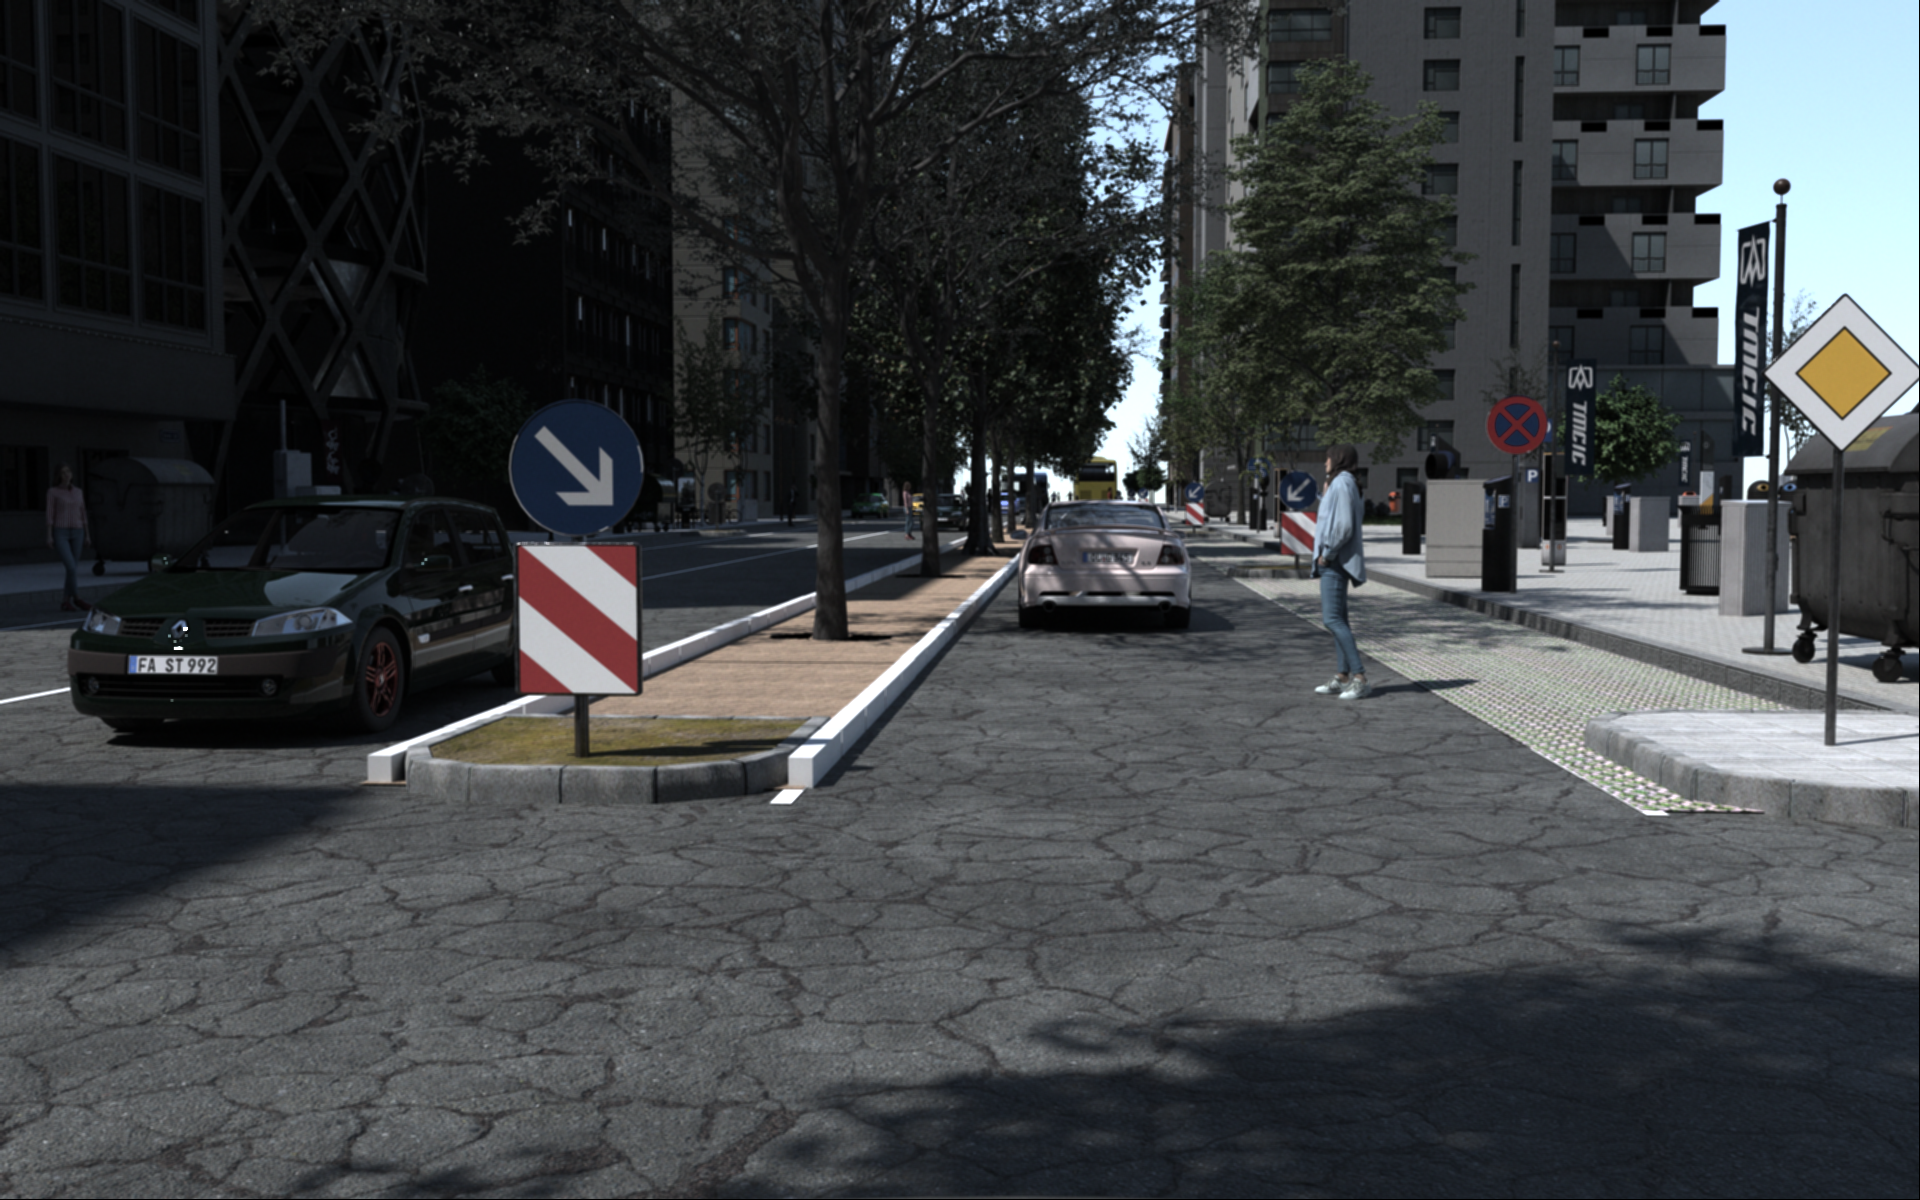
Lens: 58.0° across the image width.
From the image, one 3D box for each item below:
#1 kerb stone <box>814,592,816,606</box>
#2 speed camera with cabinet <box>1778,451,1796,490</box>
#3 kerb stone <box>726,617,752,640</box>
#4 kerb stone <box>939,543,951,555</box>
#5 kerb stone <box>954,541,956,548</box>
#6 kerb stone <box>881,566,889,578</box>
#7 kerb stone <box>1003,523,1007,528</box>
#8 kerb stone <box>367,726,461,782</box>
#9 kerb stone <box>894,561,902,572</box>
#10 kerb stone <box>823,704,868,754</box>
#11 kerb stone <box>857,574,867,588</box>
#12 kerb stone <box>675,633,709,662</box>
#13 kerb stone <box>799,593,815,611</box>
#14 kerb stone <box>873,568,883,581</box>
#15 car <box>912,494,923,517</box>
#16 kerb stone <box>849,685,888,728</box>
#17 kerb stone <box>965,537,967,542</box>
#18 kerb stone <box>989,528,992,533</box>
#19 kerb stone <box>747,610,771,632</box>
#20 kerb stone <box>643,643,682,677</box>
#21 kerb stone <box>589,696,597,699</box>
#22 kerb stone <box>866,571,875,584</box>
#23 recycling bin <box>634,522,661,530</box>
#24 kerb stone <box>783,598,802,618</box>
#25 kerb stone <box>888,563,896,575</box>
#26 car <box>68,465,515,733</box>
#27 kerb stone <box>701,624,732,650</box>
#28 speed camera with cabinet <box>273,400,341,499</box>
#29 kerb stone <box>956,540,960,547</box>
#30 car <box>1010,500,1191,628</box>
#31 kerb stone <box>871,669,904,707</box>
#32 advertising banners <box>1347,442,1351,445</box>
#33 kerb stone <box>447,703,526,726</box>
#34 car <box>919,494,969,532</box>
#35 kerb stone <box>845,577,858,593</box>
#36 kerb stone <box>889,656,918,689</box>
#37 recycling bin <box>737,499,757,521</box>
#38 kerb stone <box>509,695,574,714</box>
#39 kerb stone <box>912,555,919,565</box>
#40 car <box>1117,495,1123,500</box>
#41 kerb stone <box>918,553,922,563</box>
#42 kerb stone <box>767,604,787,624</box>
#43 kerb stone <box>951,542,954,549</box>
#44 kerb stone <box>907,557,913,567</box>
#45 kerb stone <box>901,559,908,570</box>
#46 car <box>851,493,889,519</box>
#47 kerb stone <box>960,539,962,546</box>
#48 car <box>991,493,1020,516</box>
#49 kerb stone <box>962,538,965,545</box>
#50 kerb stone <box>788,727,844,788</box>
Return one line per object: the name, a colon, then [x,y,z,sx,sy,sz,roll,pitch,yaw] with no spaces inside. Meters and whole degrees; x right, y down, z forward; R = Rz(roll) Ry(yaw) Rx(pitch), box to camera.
kerb stone: [-1.871,-0.005,22.340,0.120,0.150,1.000,0,4,4]
speed camera with cabinet: [38.523,-5.206,79.449,2.038,3.252,0.660,0,4,-4]
kerb stone: [-2.254,0.305,17.232,0.120,0.150,1.000,0,4,4]
kerb stone: [-0.393,-1.259,42.801,0.120,0.150,1.000,0,4,4]
kerb stone: [-0.253,-1.384,44.840,0.120,0.150,1.000,0,4,4]
kerb stone: [-1.361,-0.447,29.497,0.120,0.150,1.000,0,4,4]
kerb stone: [2.120,-3.386,77.587,0.120,0.150,1.000,0,4,4]
kerb stone: [-2.832,0.812,9.056,0.120,0.150,1.000,0,4,4]
kerb stone: [-1.207,-0.571,31.536,0.120,0.150,1.000,0,4,4]
kerb stone: [-0.667,0.748,9.965,0.120,0.150,1.000,0,4,4]
kerb stone: [-1.575,-0.258,26.420,0.120,0.150,1.000,0,4,4]
kerb stone: [-2.395,0.431,15.193,0.120,0.150,1.000,0,4,4]
kerb stone: [-1.952,0.054,21.310,0.120,0.150,1.000,0,4,4]
kerb stone: [-1.427,-0.384,28.477,0.120,0.150,1.000,0,4,4]
car: [-2.335,-5.916,106.956,2.015,1.641,3.980,0,4,4]
kerb stone: [-0.591,0.686,10.986,0.120,0.150,1.000,0,4,4]
kerb stone: [0.046,-1.630,48.940,0.120,0.150,1.000,0,4,4]
kerb stone: [1.309,-2.698,66.328,0.120,0.150,1.000,0,4,4]
kerb stone: [-2.172,0.245,18.251,0.120,0.150,1.000,0,4,4]
kerb stone: [-2.468,0.492,14.162,0.120,0.150,1.000,0,4,4]
kerb stone: [-2.617,0.616,12.123,0.120,0.150,1.000,0,4,4]
kerb stone: [-1.509,-0.321,27.441,0.120,0.150,1.000,0,4,4]
recycling bin: [-11.104,-2.994,61.504,0.722,1.027,0.722,3,5,39]
kerb stone: [-2.019,0.117,20.290,0.120,0.150,1.000,0,4,4]
kerb stone: [-1.292,-0.505,30.518,0.120,0.150,1.000,0,4,4]
car: [-4.189,-0.116,11.679,2.009,1.686,4.222,0,4,5]
kerb stone: [-2.323,0.366,16.212,0.120,0.150,1.000,0,4,4]
speed camera with cabinet: [-13.619,-2.556,36.122,0.660,3.252,2.038,-3,5,-44]
kerb stone: [-0.174,-1.447,45.869,0.120,0.150,1.000,0,4,4]
car: [1.610,-0.466,19.978,2.083,1.381,4.827,0,4,3]
kerb stone: [-0.517,0.624,12.005,0.120,0.150,1.000,0,4,4]
advertising banners: [13.402,-3.845,59.058,0.090,3.025,2.074,2,4,25]
kerb stone: [-2.762,0.747,10.080,0.120,0.150,1.000,0,4,4]
car: [-0.531,-3.501,67.028,2.009,1.686,4.222,0,4,5]
kerb stone: [-1.656,-0.196,25.402,0.120,0.150,1.000,0,4,4]
kerb stone: [-0.443,0.562,13.027,0.120,0.150,1.000,0,4,4]
recycling bin: [-10.048,-4.236,81.814,0.722,1.027,0.722,-2,4,-35]
kerb stone: [-2.684,0.679,11.101,0.120,0.150,1.000,0,4,4]
kerb stone: [-0.985,-0.756,34.602,0.120,0.150,1.000,0,4,4]
car: [18.876,-12.203,209.745,2.015,1.641,3.980,0,4,3]
kerb stone: [-0.918,-0.822,35.631,0.120,0.150,1.000,0,4,4]
kerb stone: [-2.094,0.182,19.270,0.120,0.150,1.000,0,4,4]
kerb stone: [-0.318,-1.318,43.821,0.120,0.150,1.000,0,4,4]
kerb stone: [-1.065,-0.695,33.577,0.120,0.150,1.000,0,4,4]
kerb stone: [-1.128,-0.627,32.555,0.120,0.150,1.000,0,4,4]
car: [-5.261,-5.661,101.357,1.959,1.807,4.718,0,4,5]
kerb stone: [-0.100,-1.510,46.897,0.120,0.150,1.000,0,4,4]
car: [3.078,-6.513,116.072,1.945,1.707,3.694,0,4,6]
kerb stone: [-0.031,-1.573,47.917,0.120,0.150,1.000,0,4,4]
kerb stone: [-0.741,0.811,8.937,0.120,0.150,1.000,0,4,4]
